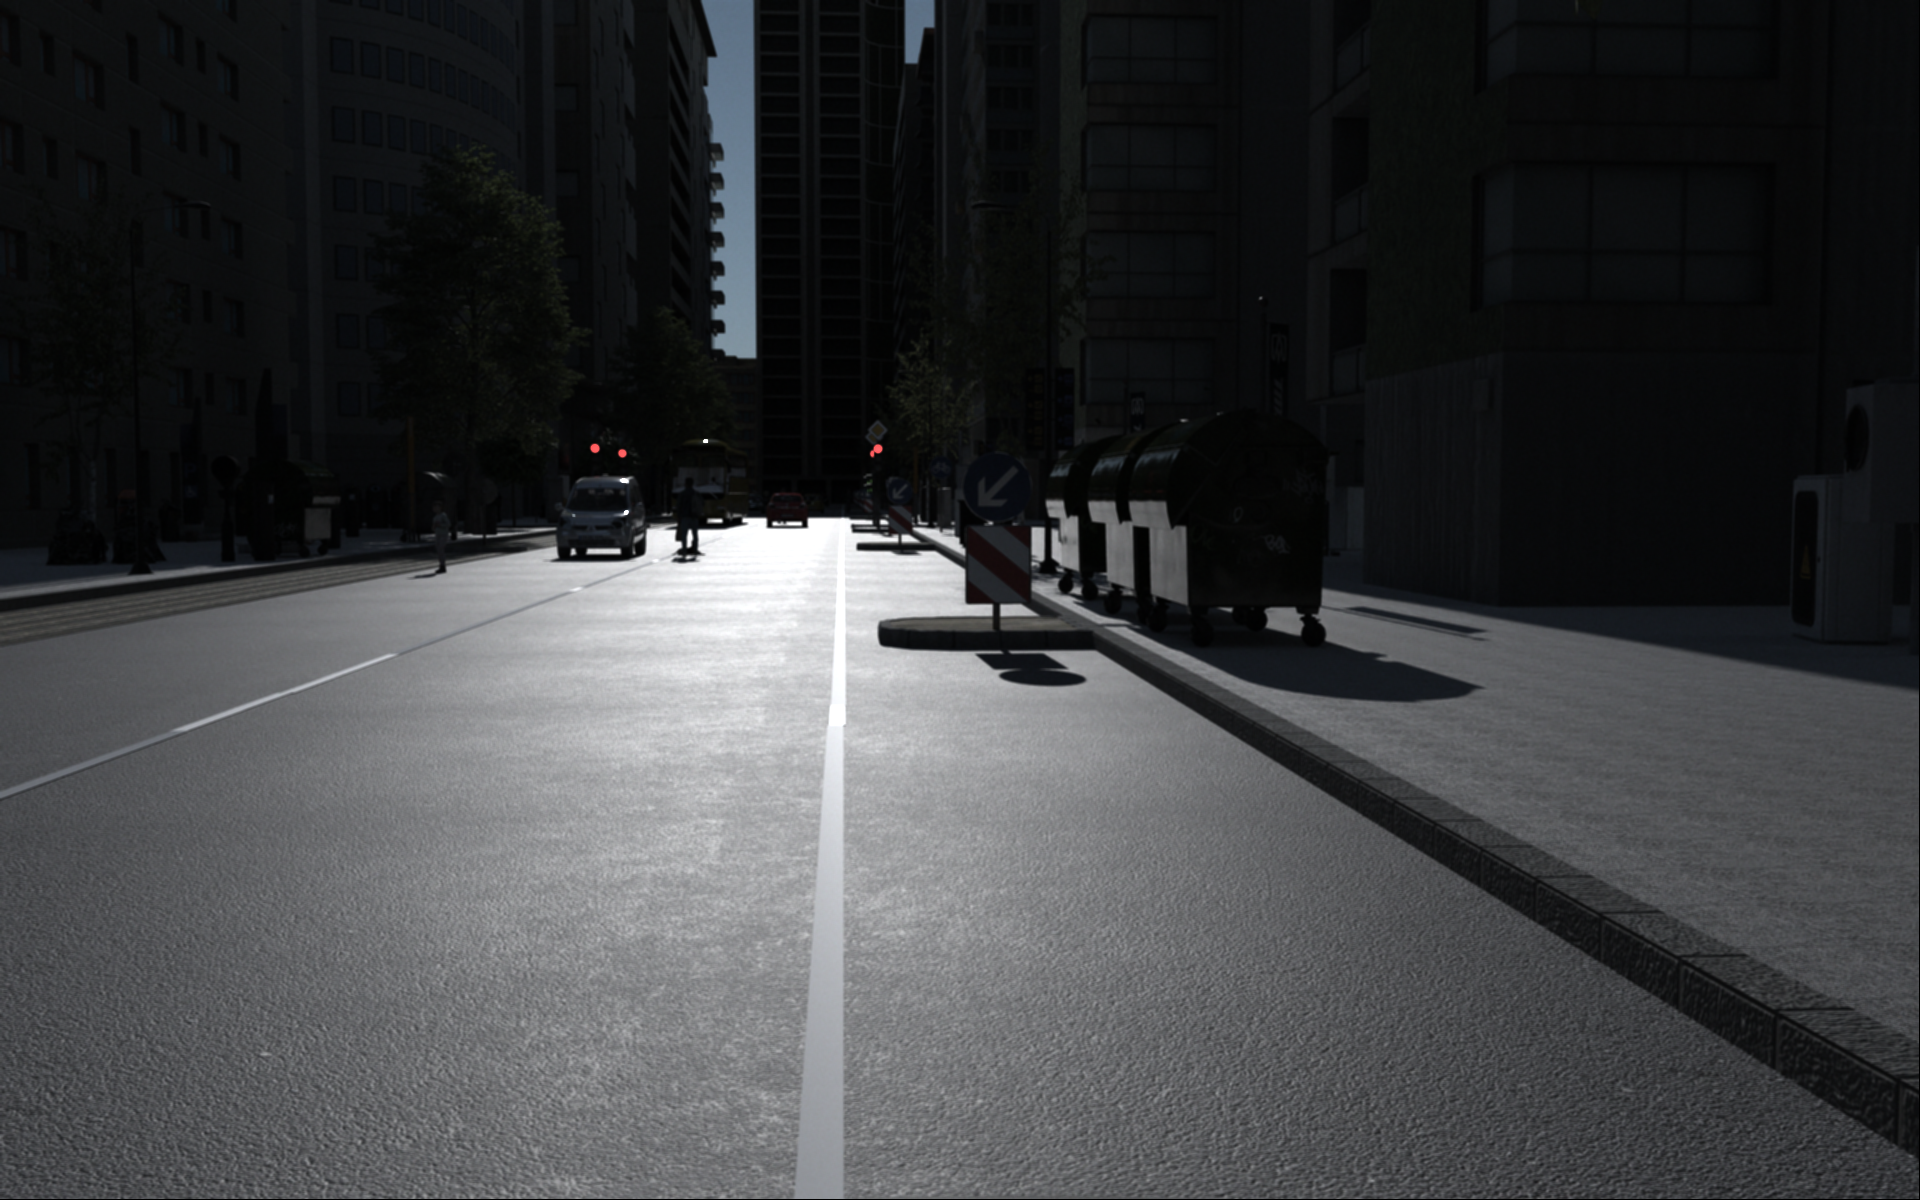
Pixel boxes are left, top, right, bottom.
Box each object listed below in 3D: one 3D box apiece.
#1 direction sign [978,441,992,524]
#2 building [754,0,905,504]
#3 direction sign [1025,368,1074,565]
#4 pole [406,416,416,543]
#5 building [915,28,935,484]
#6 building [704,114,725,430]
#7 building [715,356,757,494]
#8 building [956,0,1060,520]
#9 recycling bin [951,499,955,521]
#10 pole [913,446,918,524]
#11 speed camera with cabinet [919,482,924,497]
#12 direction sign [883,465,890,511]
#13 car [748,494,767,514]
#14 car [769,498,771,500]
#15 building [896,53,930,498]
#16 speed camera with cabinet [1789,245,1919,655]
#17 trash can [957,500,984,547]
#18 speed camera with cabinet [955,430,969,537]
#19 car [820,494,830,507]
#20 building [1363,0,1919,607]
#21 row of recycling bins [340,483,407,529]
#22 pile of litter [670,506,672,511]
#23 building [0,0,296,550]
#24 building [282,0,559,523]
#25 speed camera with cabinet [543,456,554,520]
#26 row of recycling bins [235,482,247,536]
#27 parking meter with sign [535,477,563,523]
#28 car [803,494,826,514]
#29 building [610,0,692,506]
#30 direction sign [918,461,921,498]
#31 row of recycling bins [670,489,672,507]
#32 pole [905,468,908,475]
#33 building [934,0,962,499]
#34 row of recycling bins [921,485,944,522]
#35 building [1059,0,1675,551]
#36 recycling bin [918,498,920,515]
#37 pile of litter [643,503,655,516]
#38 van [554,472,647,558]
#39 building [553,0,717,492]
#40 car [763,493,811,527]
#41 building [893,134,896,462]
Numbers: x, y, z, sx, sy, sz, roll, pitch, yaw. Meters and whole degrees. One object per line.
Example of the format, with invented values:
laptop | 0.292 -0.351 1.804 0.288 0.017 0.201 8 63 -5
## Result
direction sign | 1.091 -5.051 74.588 0.379 3.537 0.876 -3 5 -40
building | -17.960 -49.233 243.217 20.611 71.187 20.563 0 4 -4
direction sign | 1.613 -2.395 31.151 0.876 3.537 0.379 0 4 -1
pole | -14.424 -3.159 45.490 0.158 3.312 0.155 0 3 0
building | 7.072 -31.131 163.614 22.147 44.769 28.867 0 4 -4
building | -43.682 -35.890 206.403 30.456 49.044 23.786 0 4 -4
building | -42.901 -24.565 246.682 28.899 21.520 27.650 0 4 -4
building | 12.319 -24.429 91.295 23.993 40.220 32.217 0 4 -4
recycling bin | -0.056 -4.311 83.037 0.722 1.027 0.722 1 4 18
pole | -1.902 -4.919 74.276 0.158 3.312 0.155 0 3 0
speed camera with cabinet | -3.092 -7.743 120.926 0.660 3.252 2.038 1 4 17
direction sign | -5.691 -8.725 134.646 0.379 3.537 0.876 -3 5 -39
car | -15.194 -7.055 127.153 2.131 1.459 4.920 0 4 -5
car | -17.184 -9.475 165.146 2.015 1.641 3.980 0 4 -3
building | 4.299 -34.548 188.556 21.300 48.544 21.600 0 4 -4
speed camera with cabinet | 7.606 -1.238 14.576 0.660 3.252 2.038 1 4 10
trash can | 0.293 -1.860 42.072 0.748 1.137 0.748 0 3 0
speed camera with cabinet | 0.166 -3.591 53.055 0.660 3.252 2.038 0 4 2
car | -16.074 -11.680 200.752 2.009 1.686 4.222 0 4 -3
building | 12.649 -20.923 25.680 14.154 41.232 14.086 0 4 -4
row of recycling bins | -21.224 -3.498 64.311 3.534 1.692 1.069 -1 4 -11
pile of litter | -23.900 -7.907 143.238 1.719 0.858 1.176 0 4 3
building | -37.005 -12.318 46.447 28.899 21.520 27.650 0 4 -4
building | -33.275 -33.302 86.487 21.231 58.520 28.212 0 4 -4
speed camera with cabinet | -20.027 -5.598 85.863 0.660 3.252 2.038 -2 4 -35
row of recycling bins | -20.593 -2.778 52.530 3.534 1.692 1.069 2 4 27
parking meter with sign | -17.797 -4.885 76.136 1.738 3.016 0.543 -1 4 -20
car | -10.888 -7.192 127.808 2.015 1.641 3.980 0 4 -5
building | -35.975 -32.612 156.904 21.300 48.544 21.600 0 4 -4
direction sign | -2.878 -7.766 118.969 0.379 3.537 0.876 -2 4 -31
row of recycling bins | -21.898 -8.067 139.014 3.534 1.692 1.069 -2 4 -24
pole | -4.193 -8.731 136.590 0.158 3.312 0.155 0 3 0
building | 8.678 -35.490 122.265 21.231 58.520 28.212 0 4 -4
row of recycling bins | -1.288 -4.558 81.637 1.069 1.692 3.534 0 4 6
building | 9.543 -22.261 47.566 14.154 41.232 14.086 0 4 -4
recycling bin | -2.891 -5.810 107.550 0.722 1.027 0.722 -3 4 -38
pile of litter | -18.561 -5.383 101.982 1.176 0.858 1.719 3 4 36
van | -8.250 -2.018 40.005 2.013 2.044 4.112 0 4 -4
building | -40.504 -36.195 181.029 28.713 52.752 27.495 0 4 -4
car | -7.628 -4.123 76.443 2.155 1.783 4.494 0 4 -6
building | 2.892 -35.918 210.958 21.300 48.544 21.600 0 4 -4
